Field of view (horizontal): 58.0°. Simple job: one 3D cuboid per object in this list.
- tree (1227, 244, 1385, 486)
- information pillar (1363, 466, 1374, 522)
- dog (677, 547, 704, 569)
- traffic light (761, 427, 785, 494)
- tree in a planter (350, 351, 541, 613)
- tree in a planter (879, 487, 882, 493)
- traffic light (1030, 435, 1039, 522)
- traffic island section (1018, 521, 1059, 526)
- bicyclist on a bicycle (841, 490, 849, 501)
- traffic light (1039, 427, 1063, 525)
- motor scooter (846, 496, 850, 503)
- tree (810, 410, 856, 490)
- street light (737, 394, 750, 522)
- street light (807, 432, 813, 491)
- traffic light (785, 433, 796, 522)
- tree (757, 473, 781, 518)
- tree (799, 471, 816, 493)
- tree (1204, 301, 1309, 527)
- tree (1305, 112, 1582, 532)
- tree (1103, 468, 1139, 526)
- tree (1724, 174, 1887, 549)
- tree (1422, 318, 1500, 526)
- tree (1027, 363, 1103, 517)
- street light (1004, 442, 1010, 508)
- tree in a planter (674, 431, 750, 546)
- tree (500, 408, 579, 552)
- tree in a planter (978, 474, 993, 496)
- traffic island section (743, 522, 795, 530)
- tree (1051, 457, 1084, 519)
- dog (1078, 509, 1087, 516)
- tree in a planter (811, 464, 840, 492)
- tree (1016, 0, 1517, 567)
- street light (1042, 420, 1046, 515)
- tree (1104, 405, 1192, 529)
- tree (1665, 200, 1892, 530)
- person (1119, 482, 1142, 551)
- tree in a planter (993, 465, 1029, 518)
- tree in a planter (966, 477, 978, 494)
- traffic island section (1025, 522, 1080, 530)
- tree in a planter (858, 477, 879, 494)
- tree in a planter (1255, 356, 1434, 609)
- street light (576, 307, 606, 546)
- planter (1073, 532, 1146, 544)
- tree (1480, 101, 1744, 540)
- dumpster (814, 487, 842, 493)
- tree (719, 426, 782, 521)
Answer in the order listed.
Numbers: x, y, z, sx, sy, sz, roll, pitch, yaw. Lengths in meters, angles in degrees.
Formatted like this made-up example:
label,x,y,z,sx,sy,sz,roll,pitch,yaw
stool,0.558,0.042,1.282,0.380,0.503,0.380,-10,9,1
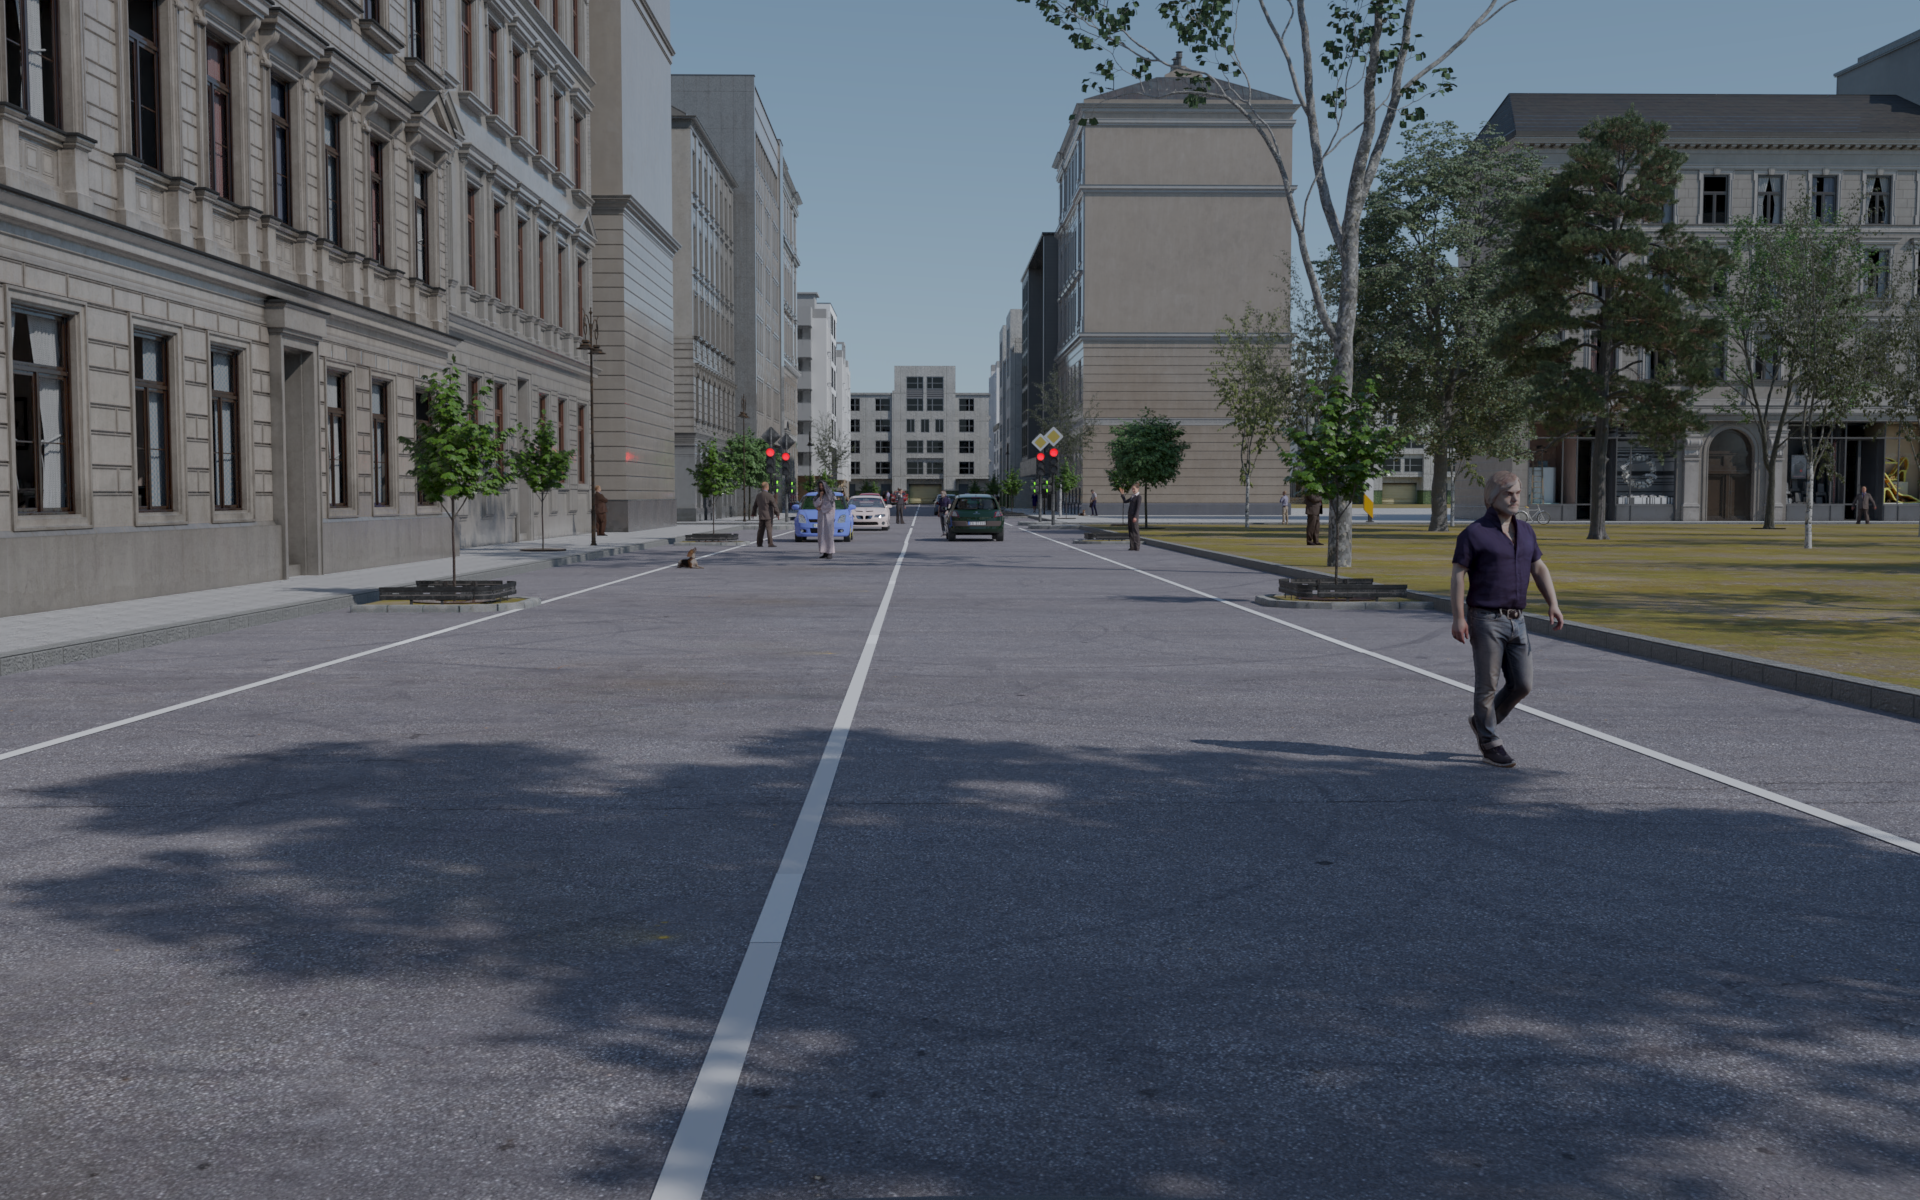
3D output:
label,x,y,z,sx,sy,sz,roll,pitch,yaw
tree,10.123,-6.129,50.578,4.360,8.622,3.978,0,3,0
information pillar,18.637,-5.356,78.927,0.504,3.616,0.183,-1,4,-20
dog,-5.208,-0.815,33.524,0.550,0.427,0.748,0,4,-4
traffic light,-7.736,-5.006,71.086,0.839,4.213,0.868,0,4,-1
tree in a planter,-6.410,-1.506,21.847,1.991,3.239,1.994,0,4,-1
tree in a planter,-10.334,-12.882,207.834,1.991,3.239,1.994,0,4,-1
traffic light,3.654,-5.510,79.328,0.839,4.213,0.868,0,4,-1
traffic island section,3.694,-3.496,79.441,2.009,0.180,2.903,0,4,-1
bicyclist on a bicycle,-5.550,-4.412,82.166,1.499,1.676,1.625,0,4,-1
traffic light,3.822,-5.021,71.344,0.839,4.213,0.868,0,4,-1
motor scooter,-9.715,-8.243,147.550,0.815,1.314,1.986,0,4,-1
tree,-11.394,-12.308,151.599,4.360,8.622,3.978,0,3,0
street light,-9.955,-6.548,79.844,0.468,5.910,1.993,0,4,-1
street light,-10.960,-9.404,126.548,0.468,5.910,1.993,0,4,-1
traffic light,-7.905,-5.494,79.069,0.839,4.213,0.868,0,4,-1
tree,-10.530,-6.105,94.414,1.663,3.219,1.824,0,3,0
tree,-12.251,-9.106,143.488,1.663,3.219,1.824,0,3,0
tree,11.360,-7.132,66.974,4.737,8.622,4.395,0,3,0
tree,16.556,-9.327,59.149,9.857,13.997,8.962,0,3,0
tree,6.557,-4.647,70.572,1.663,3.219,1.824,0,3,0
tree,20.225,-5.513,40.504,4.360,8.622,3.978,0,3,0
tree,19.836,-7.244,68.803,4.737,8.622,4.395,0,3,0
tree,5.932,-9.033,98.048,4.360,8.622,3.978,0,3,0
street light,4.208,-11.078,153.920,0.468,5.910,1.993,0,4,-1
tree in a planter,-6.988,-3.166,48.994,1.991,3.239,1.994,0,4,-1
tree,-9.277,-2.706,38.848,1.663,3.219,1.824,0,3,0
tree in a planter,2.584,-8.218,131.578,1.991,3.239,1.994,0,4,-1
traffic island section,-7.777,-2.993,71.218,2.009,0.180,2.903,0,4,-1
tree,5.360,-5.800,89.425,1.663,3.219,1.824,0,3,0
dog,7.173,-5.094,101.017,0.550,0.427,0.748,0,4,-4
tree in a planter,-8.130,-6.516,103.758,1.991,3.239,1.994,0,4,-1
tree,7.058,-10.739,31.477,12.611,20.169,13.585,0,3,0
street light,5.217,-8.216,107.113,0.468,5.910,1.993,0,4,-1
tree,7.003,-4.932,64.358,4.285,4.588,4.351,0,3,0
tree,29.454,-8.381,62.793,9.928,11.665,9.643,0,3,0
person,4.297,-2.119,43.946,0.742,1.727,0.445,2,4,35
tree in a planter,3.153,-6.570,104.640,1.991,3.239,1.994,0,4,-1
tree in a planter,1.539,-11.249,181.144,1.991,3.239,1.994,0,4,-1
traffic island section,3.862,-3.008,71.458,2.009,0.180,2.903,0,4,-1
tree in a planter,-9.761,-11.234,180.897,1.991,3.239,1.994,0,4,-1
tree in a planter,4.893,-1.540,22.404,1.991,3.239,1.994,0,4,-1
street light,-9.131,-4.294,42.993,0.468,5.910,1.993,0,4,-1
planter,4.297,-1.786,50.335,1.991,0.319,1.994,0,4,-1
tree,18.116,-7.750,48.766,6.751,12.117,7.091,0,3,0
dumpster,-8.558,-6.381,112.548,1.865,1.857,1.264,0,4,-2
tree,-10.141,-6.099,83.432,4.285,4.588,4.351,0,3,0
